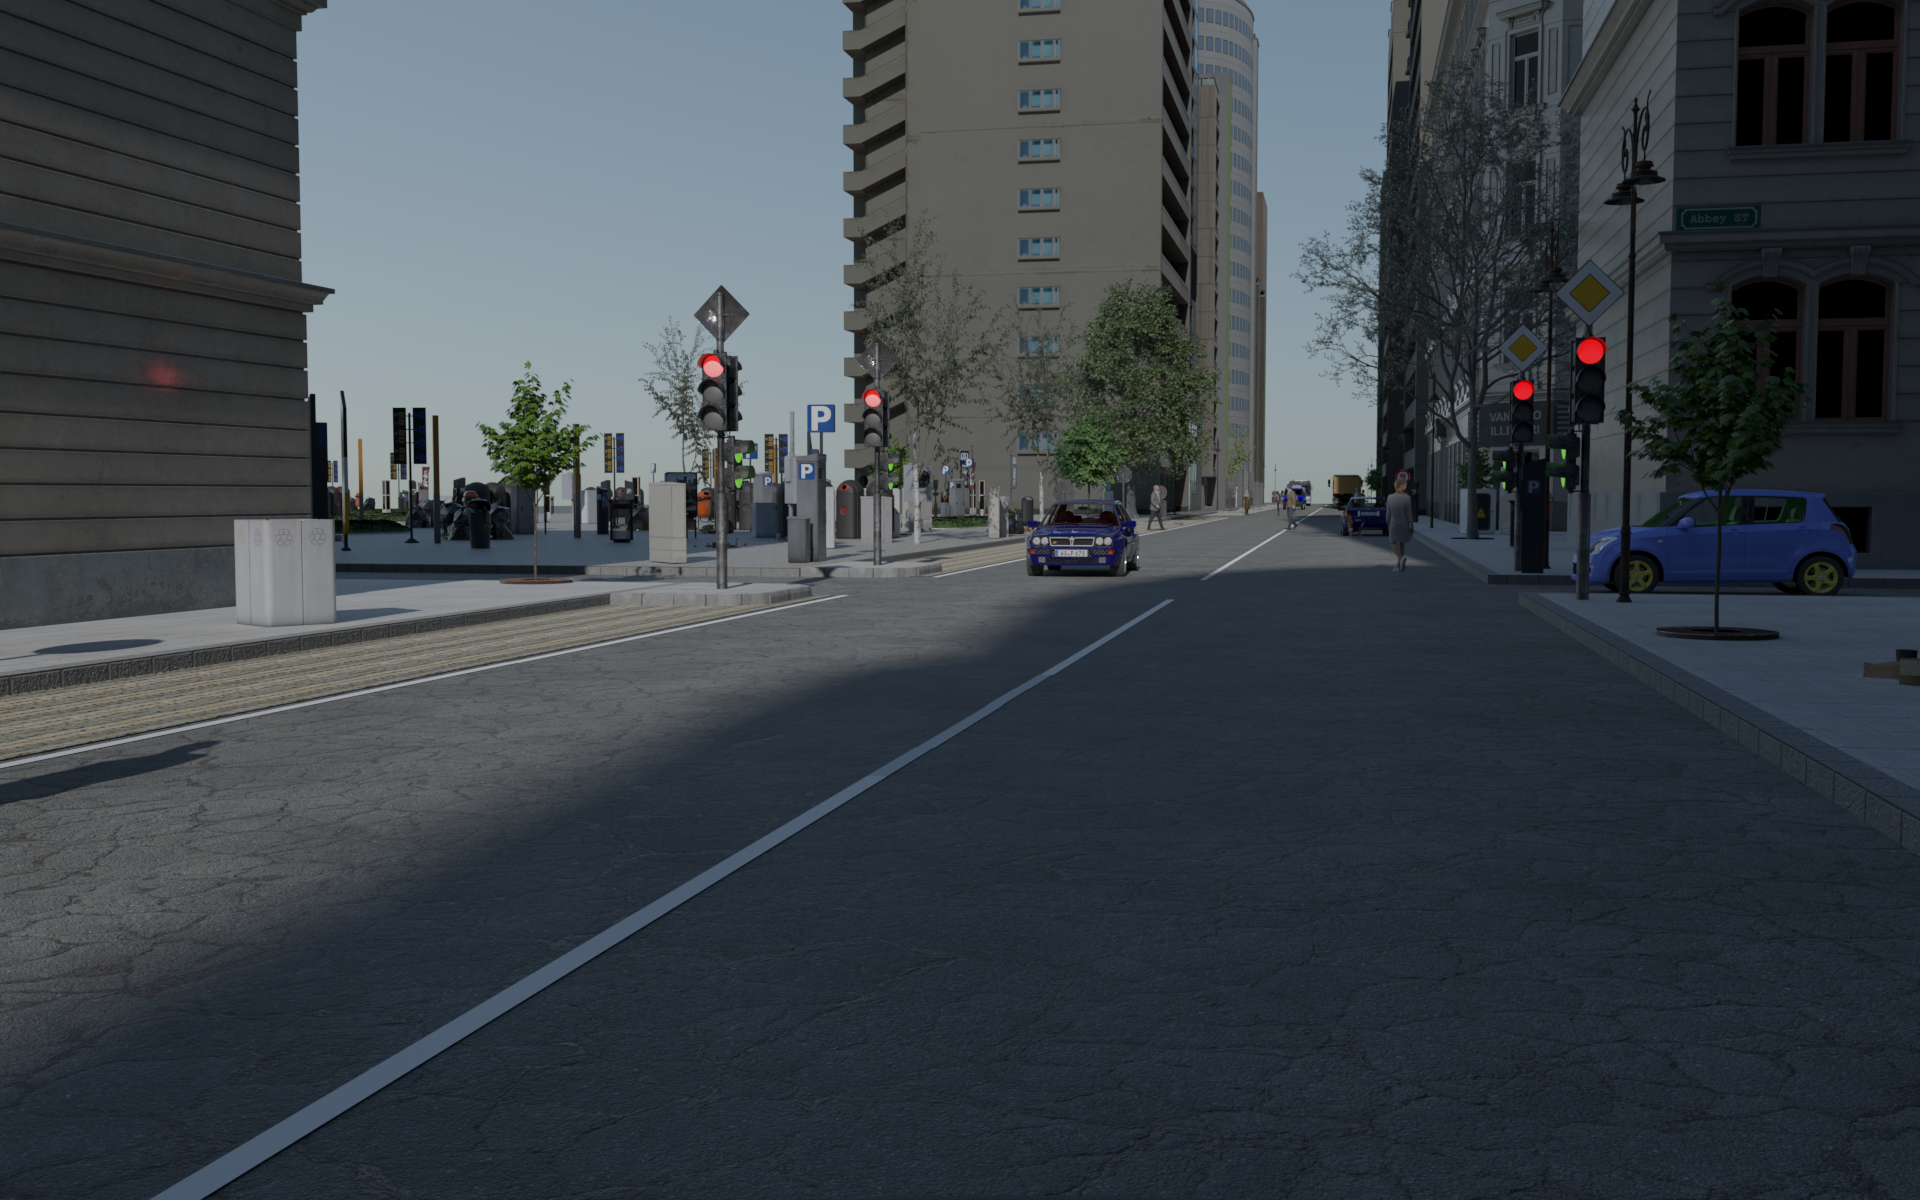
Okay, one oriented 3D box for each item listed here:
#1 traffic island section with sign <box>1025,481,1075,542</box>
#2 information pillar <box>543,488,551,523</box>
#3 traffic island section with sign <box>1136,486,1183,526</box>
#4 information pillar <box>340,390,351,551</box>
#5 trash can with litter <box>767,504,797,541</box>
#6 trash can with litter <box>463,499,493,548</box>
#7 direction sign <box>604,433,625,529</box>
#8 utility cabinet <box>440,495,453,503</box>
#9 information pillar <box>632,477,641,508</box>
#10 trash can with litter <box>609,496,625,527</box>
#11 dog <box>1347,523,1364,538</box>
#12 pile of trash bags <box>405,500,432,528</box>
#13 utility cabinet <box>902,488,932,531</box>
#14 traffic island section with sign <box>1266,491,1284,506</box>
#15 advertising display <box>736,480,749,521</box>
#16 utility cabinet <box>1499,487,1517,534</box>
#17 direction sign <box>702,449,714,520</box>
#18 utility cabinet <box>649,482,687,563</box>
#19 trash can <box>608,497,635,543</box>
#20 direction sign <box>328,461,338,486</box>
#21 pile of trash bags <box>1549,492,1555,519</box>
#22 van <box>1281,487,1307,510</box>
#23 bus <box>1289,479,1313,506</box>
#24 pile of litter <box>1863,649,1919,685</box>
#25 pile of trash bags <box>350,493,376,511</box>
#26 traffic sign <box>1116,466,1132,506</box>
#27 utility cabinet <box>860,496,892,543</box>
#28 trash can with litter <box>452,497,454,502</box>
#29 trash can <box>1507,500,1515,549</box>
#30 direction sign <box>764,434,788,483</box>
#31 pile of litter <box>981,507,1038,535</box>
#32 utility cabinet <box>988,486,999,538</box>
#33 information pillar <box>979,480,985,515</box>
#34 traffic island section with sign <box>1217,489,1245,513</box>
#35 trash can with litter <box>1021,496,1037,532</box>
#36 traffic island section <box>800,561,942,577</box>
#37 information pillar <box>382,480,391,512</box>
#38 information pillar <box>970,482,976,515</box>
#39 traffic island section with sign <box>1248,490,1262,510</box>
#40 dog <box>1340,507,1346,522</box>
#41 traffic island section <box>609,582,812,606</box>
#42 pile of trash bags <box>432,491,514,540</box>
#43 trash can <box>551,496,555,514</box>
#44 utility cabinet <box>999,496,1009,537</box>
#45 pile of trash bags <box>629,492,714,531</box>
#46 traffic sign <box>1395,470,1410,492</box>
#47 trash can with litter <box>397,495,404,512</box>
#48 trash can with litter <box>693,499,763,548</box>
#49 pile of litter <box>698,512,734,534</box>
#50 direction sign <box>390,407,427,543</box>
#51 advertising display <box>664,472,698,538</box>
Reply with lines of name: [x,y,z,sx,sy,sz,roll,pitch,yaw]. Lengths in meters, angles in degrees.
traffic island section with sign: [3.097,-2.649,51.946,1.989,1.847,2.006,1,4,12]
information pillar: [-18.632,-4.504,78.133,0.304,2.012,0.304,-1,4,-17]
traffic island section with sign: [9.172,-4.321,79.279,1.989,1.847,2.006,1,4,12]
information pillar: [-13.870,-2.917,39.044,0.183,3.616,0.504,-2,4,-26]
trash can with litter: [-4.379,-2.221,47.369,1.678,1.210,2.233,-3,4,-37]
trash can with litter: [-11.412,-1.814,41.043,0.624,1.170,1.055,-1,4,-11]
direction sign: [-12.820,-4.420,64.271,0.876,3.537,0.379,2,4,24]
utility cabinet: [-22.690,-4.007,76.676,1.020,1.237,0.306,2,4,29]
information pillar: [-13.746,-4.222,73.520,0.304,2.012,0.304,0,4,7]
trash can with litter: [-13.688,-3.467,67.737,1.678,1.210,2.233,0,4,5]
dog: [12.911,-2.281,56.582,0.406,0.507,0.540,2,4,34]
pile of trash bags: [-19.704,-3.480,66.650,1.912,1.369,3.447,1,4,20]
utility cabinet: [-1.450,-3.078,59.007,0.318,1.500,1.173,3,5,41]
traffic island section with sign: [38.049,-12.270,209.233,1.989,1.847,2.006,1,4,12]
advertising display: [-10.367,-4.680,81.727,0.974,1.923,0.123,-3,5,-44]
utility cabinet: [17.409,-2.778,54.093,0.318,1.500,1.173,-2,4,-34]
direction sign: [-12.469,-5.792,86.698,0.876,3.537,0.379,-1,4,-23]
utility cabinet: [-5.441,-1.443,32.268,0.318,1.500,1.173,-2,4,-30]
trash can: [-8.932,-2.082,45.698,0.748,1.137,0.748,0,3,0]
direction sign: [-42.370,-7.643,116.966,0.876,3.537,0.379,1,4,17]
pile of trash bags: [17.911,-2.430,49.478,1.912,1.369,3.447,-3,5,-42]
van: [30.956,-9.530,160.203,2.240,2.365,5.245,1,4,14]
bus: [40.768,-13.006,207.504,2.948,3.499,13.247,1,4,12]
pile of litter: [6.869,0.144,11.613,1.176,0.858,1.719,0,4,-2]
pile of trash bags: [-39.369,-6.357,113.689,1.912,1.369,3.447,-1,4,-17]
traffic sign: [7.505,-4.852,79.442,0.768,2.556,0.104,1,4,19]
utility cabinet: [-2.202,-2.113,45.704,0.306,1.237,1.020,-3,5,-40]
trash can with litter: [-26.196,-4.941,91.840,1.678,1.210,2.233,-1,4,-13]
trash can: [13.112,-1.751,40.283,0.748,1.137,0.748,0,3,0]
direction sign: [-6.908,-4.476,65.179,0.876,3.537,0.379,0,4,-5]
pile of litter: [1.362,-2.532,55.357,1.719,0.858,1.176,-2,4,-32]
utility cabinet: [0.965,-2.553,50.417,0.318,1.500,1.173,0,4,-1]
information pillar: [1.189,-5.412,92.975,0.304,2.012,0.304,0,4,5]
traffic island section with sign: [20.195,-7.354,128.861,1.989,1.847,2.006,1,4,12]
trash can with litter: [1.945,-2.932,58.993,2.233,1.210,1.678,-3,5,-41]
traffic island section: [-1.507,-0.549,31.253,2.009,0.180,2.903,1,4,12]
information pillar: [-30.531,-5.363,92.176,0.304,2.012,0.304,2,4,35]
information pillar: [0.754,-5.999,102.576,0.304,2.012,0.304,2,4,33]
traffic island section with sign: [26.051,-8.968,155.256,1.989,1.847,2.006,1,4,12]
dog: [19.689,-4.421,89.113,0.800,0.831,0.513,0,4,-5]
traffic island section: [-3.239,-0.072,23.457,2.009,0.180,2.903,1,4,12]
pile of trash bags: [-13.925,-2.441,49.660,1.912,1.369,3.447,-1,4,-21]
trash can: [-26.054,-6.001,109.777,0.748,1.137,0.748,0,3,0]
utility cabinet: [1.189,-2.513,52.245,0.306,1.237,1.020,-1,4,-16]
pile of trash bags: [-10.123,-3.175,61.659,1.912,1.369,3.447,2,4,35]
traffic sign: [23.080,-5.517,90.306,0.768,2.556,0.104,1,4,22]
trash can with litter: [-29.306,-4.822,89.905,1.678,1.210,2.233,1,4,11]
trash can with litter: [-5.634,-1.898,42.086,1.678,1.210,2.233,0,4,-7]
pile of litter: [-7.996,-2.593,56.354,1.176,0.858,1.719,2,4,30]
direction sign: [-14.380,-3.261,45.321,0.876,3.537,0.379,0,4,3]
advertising display: [-8.113,-2.763,50.387,0.974,1.923,0.123,-2,4,-27]
